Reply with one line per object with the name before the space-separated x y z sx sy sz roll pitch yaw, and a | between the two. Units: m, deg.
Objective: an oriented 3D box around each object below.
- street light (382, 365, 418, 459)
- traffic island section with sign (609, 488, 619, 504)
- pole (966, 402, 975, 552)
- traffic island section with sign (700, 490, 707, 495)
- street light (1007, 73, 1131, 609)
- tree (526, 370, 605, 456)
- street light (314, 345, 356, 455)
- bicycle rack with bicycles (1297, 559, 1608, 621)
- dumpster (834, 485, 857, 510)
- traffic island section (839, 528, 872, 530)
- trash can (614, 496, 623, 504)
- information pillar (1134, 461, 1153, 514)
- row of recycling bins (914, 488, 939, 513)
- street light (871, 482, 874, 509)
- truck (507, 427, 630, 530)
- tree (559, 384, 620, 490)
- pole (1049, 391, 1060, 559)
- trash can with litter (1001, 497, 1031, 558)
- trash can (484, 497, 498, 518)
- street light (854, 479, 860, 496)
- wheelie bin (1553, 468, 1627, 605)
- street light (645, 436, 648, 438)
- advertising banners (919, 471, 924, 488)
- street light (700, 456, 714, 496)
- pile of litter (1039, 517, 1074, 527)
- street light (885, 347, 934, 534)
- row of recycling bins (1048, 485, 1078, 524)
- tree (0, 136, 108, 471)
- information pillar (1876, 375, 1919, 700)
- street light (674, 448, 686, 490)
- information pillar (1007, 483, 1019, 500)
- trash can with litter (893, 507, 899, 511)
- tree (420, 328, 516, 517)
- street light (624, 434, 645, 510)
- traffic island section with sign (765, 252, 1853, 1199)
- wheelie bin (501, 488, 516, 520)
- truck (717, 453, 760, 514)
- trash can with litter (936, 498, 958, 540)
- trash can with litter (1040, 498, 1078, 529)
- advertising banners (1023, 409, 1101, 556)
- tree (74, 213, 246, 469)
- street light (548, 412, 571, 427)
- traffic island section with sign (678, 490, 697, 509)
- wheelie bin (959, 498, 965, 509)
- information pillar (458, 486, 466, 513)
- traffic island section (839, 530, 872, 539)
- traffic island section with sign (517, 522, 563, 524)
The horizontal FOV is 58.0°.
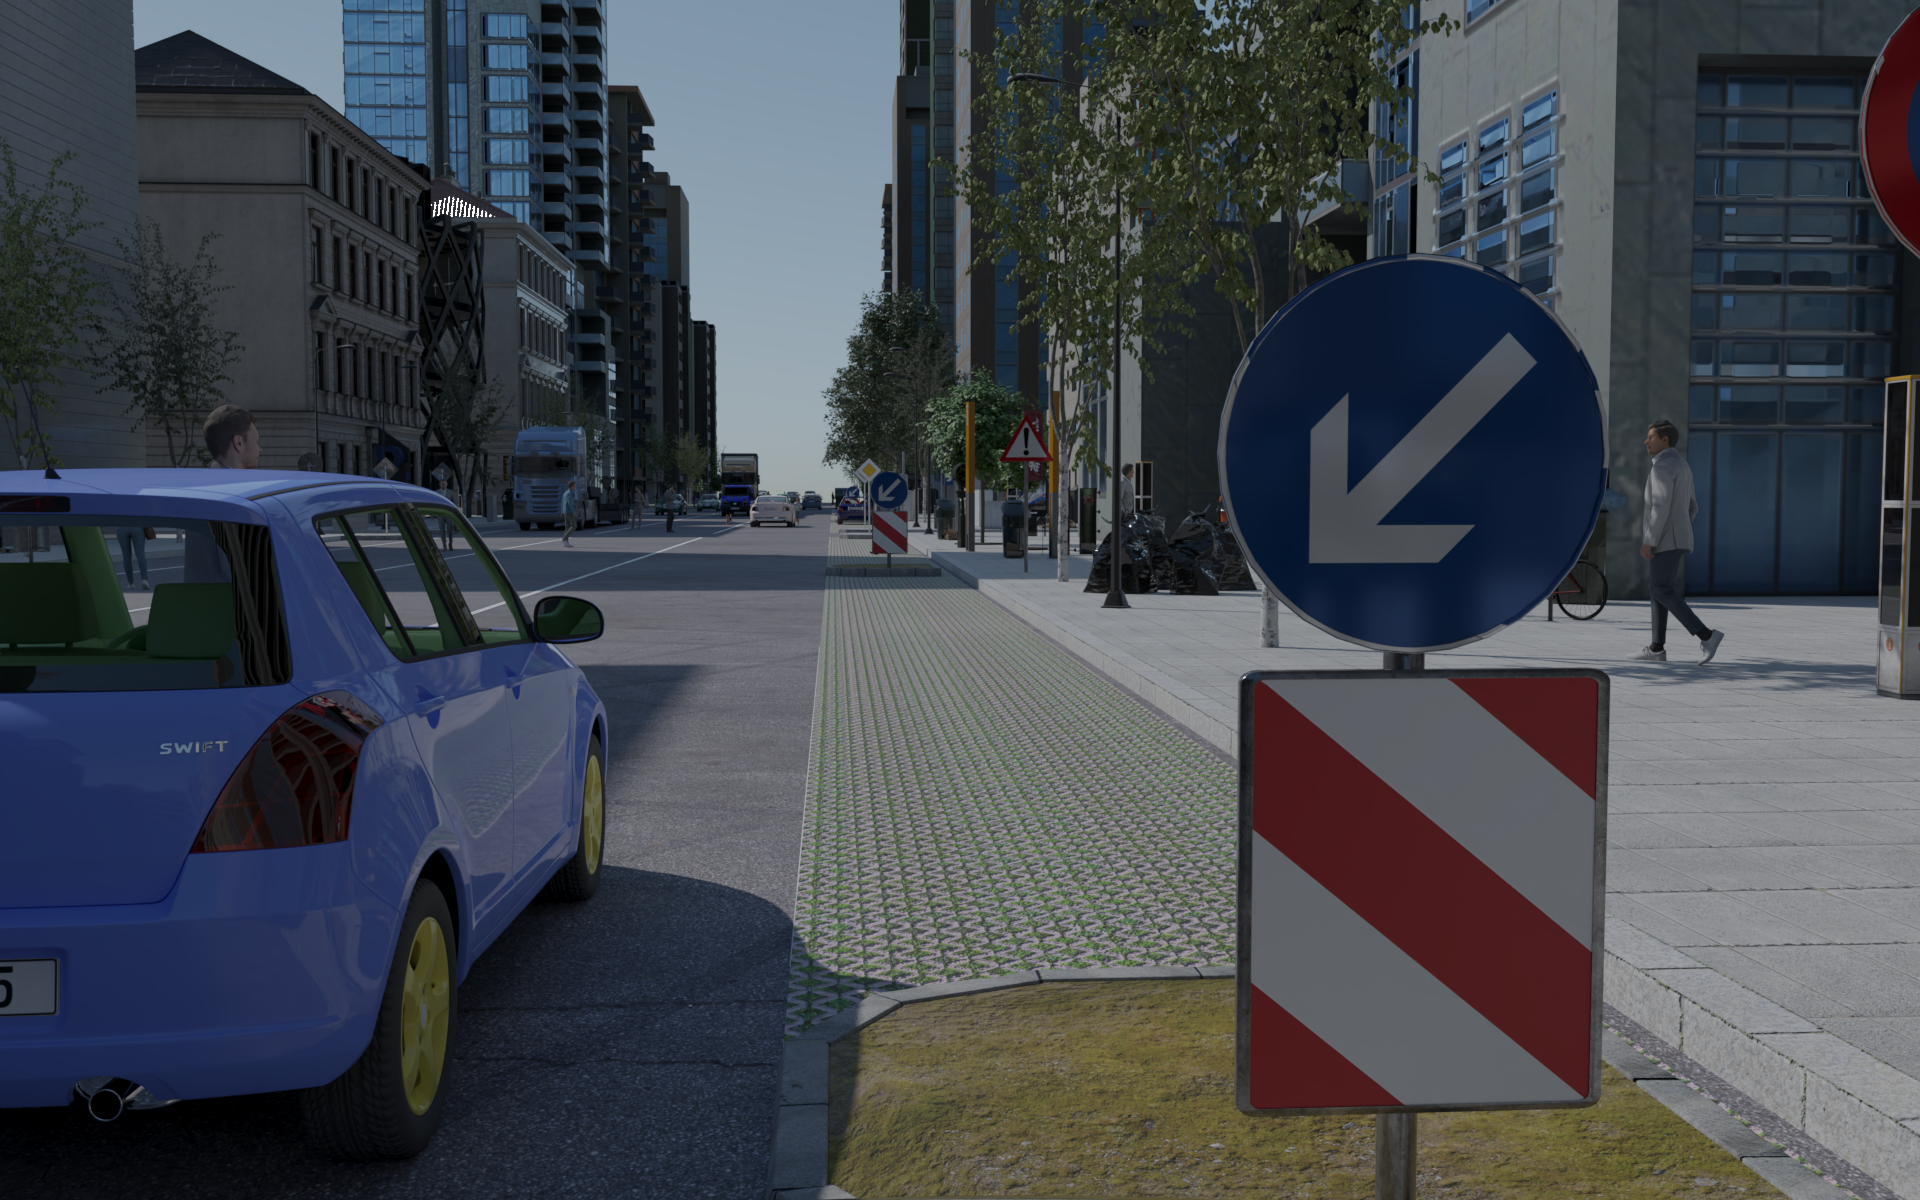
street light | -20.231 -5.501 62.487 1.470 5.913 1.316 0 4 -4
traffic island section with sign | -22.346 -6.311 111.820 1.989 1.847 2.006 0 4 -4
pole | 0.230 -2.729 38.464 0.158 3.312 0.155 0 3 0
traffic island section with sign | -28.008 -11.060 189.462 1.989 1.847 2.006 0 4 -4
street light | 1.220 -2.862 19.338 1.470 5.913 1.316 0 4 -4
tree | -23.639 -9.362 103.437 4.737 8.622 4.395 0 3 0
street light | -19.518 -4.985 54.051 1.470 5.913 1.316 0 4 -4
bicycle rack with bicycles | 4.789 -0.281 17.979 2.852 0.926 2.925 -2 4 -30
dumpster | -9.914 -8.901 150.489 1.985 2.255 1.502 0 4 -3
traffic island section | -3.465 -2.546 63.910 2.009 0.180 2.903 0 4 -4
trash can | -25.605 -7.227 129.822 0.748 1.137 0.748 0 3 0
information pillar | 4.129 -2.110 38.992 0.304 2.012 0.304 -2 4 -26
row of recycling bins | -2.248 -6.728 117.120 1.069 1.692 3.534 1 4 18
street light | -4.888 -7.948 102.494 1.470 5.913 1.316 0 4 -4
truck | -16.580 -5.210 74.949 2.967 4.110 18.799 0 4 -4
tree | -24.728 -10.088 115.300 4.360 8.622 3.978 0 3 0
pole | 1.867 -2.474 34.286 0.158 3.312 0.155 0 3 0
trash can with litter | 1.151 -1.437 34.888 0.624 1.170 1.055 0 4 -2
trash can | -23.923 -4.694 88.396 0.748 1.137 0.748 0 3 0
street light | -7.848 -10.462 143.588 1.470 5.913 1.316 0 4 -4
wheelie bin | 7.263 -0.755 20.245 0.980 1.594 0.693 1 4 19
street light | -25.755 -10.200 139.315 1.470 5.913 1.316 0 4 -4
advertising banners | -3.511 -8.099 128.609 2.074 3.025 0.090 1 4 12
street light | -31.038 -14.578 210.891 1.470 5.913 1.316 0 4 -4
pile of litter | 3.901 -3.228 66.737 1.719 0.858 1.176 1 4 9
street light | -1.528 -5.046 55.049 1.470 5.913 1.316 0 4 -4
row of recycling bins | 3.962 -4.221 76.118 3.534 1.692 1.069 2 4 25
tree | -19.159 -5.172 34.930 4.737 8.622 4.395 0 3 0
information pillar | 6.002 -0.390 10.870 0.304 2.012 0.304 0 4 0
street light | -28.359 -12.392 175.144 1.470 5.913 1.316 0 4 -4
information pillar | 1.501 -2.723 49.010 0.304 2.012 0.304 1 4 12
trash can with litter | -4.650 -7.264 130.158 1.055 1.170 0.624 -1 4 -9
tree | -21.728 -7.684 76.000 4.360 8.622 3.978 0 3 0
street light | -25.384 -9.874 133.974 1.470 5.913 1.316 0 4 -4
traffic island section with sign | 0.597 0.305 3.648 1.989 1.847 2.006 0 4 -4
wheelie bin | -22.350 -4.784 86.128 0.693 1.594 0.980 1 4 11
truck | -15.336 -8.067 120.802 2.839 4.237 11.283 0 4 -6
trash can with litter | -0.270 -2.264 48.408 0.624 1.170 1.055 -2 4 -24
trash can with litter | 3.508 -3.274 64.587 2.233 1.210 1.678 1 4 10
advertising banners | 2.136 -2.453 36.295 2.074 3.025 0.090 -3 4 -36
tree | -20.674 -5.811 45.379 4.360 8.622 3.978 0 3 0
street light | -22.756 -7.689 98.254 1.470 5.913 1.316 0 4 -4
traffic island section with sign | -26.055 -9.416 162.577 1.989 1.847 2.006 0 4 -4
wheelie bin | 0.378 -4.125 75.356 0.693 1.594 0.980 -2 4 -24
information pillar | -30.008 -6.111 104.408 0.304 2.012 0.304 3 4 36
traffic island section | -2.884 -2.059 55.946 2.009 0.180 2.903 0 4 -4
traffic island section with sign | -20.315 -4.607 83.959 1.989 1.847 2.006 0 4 -4
